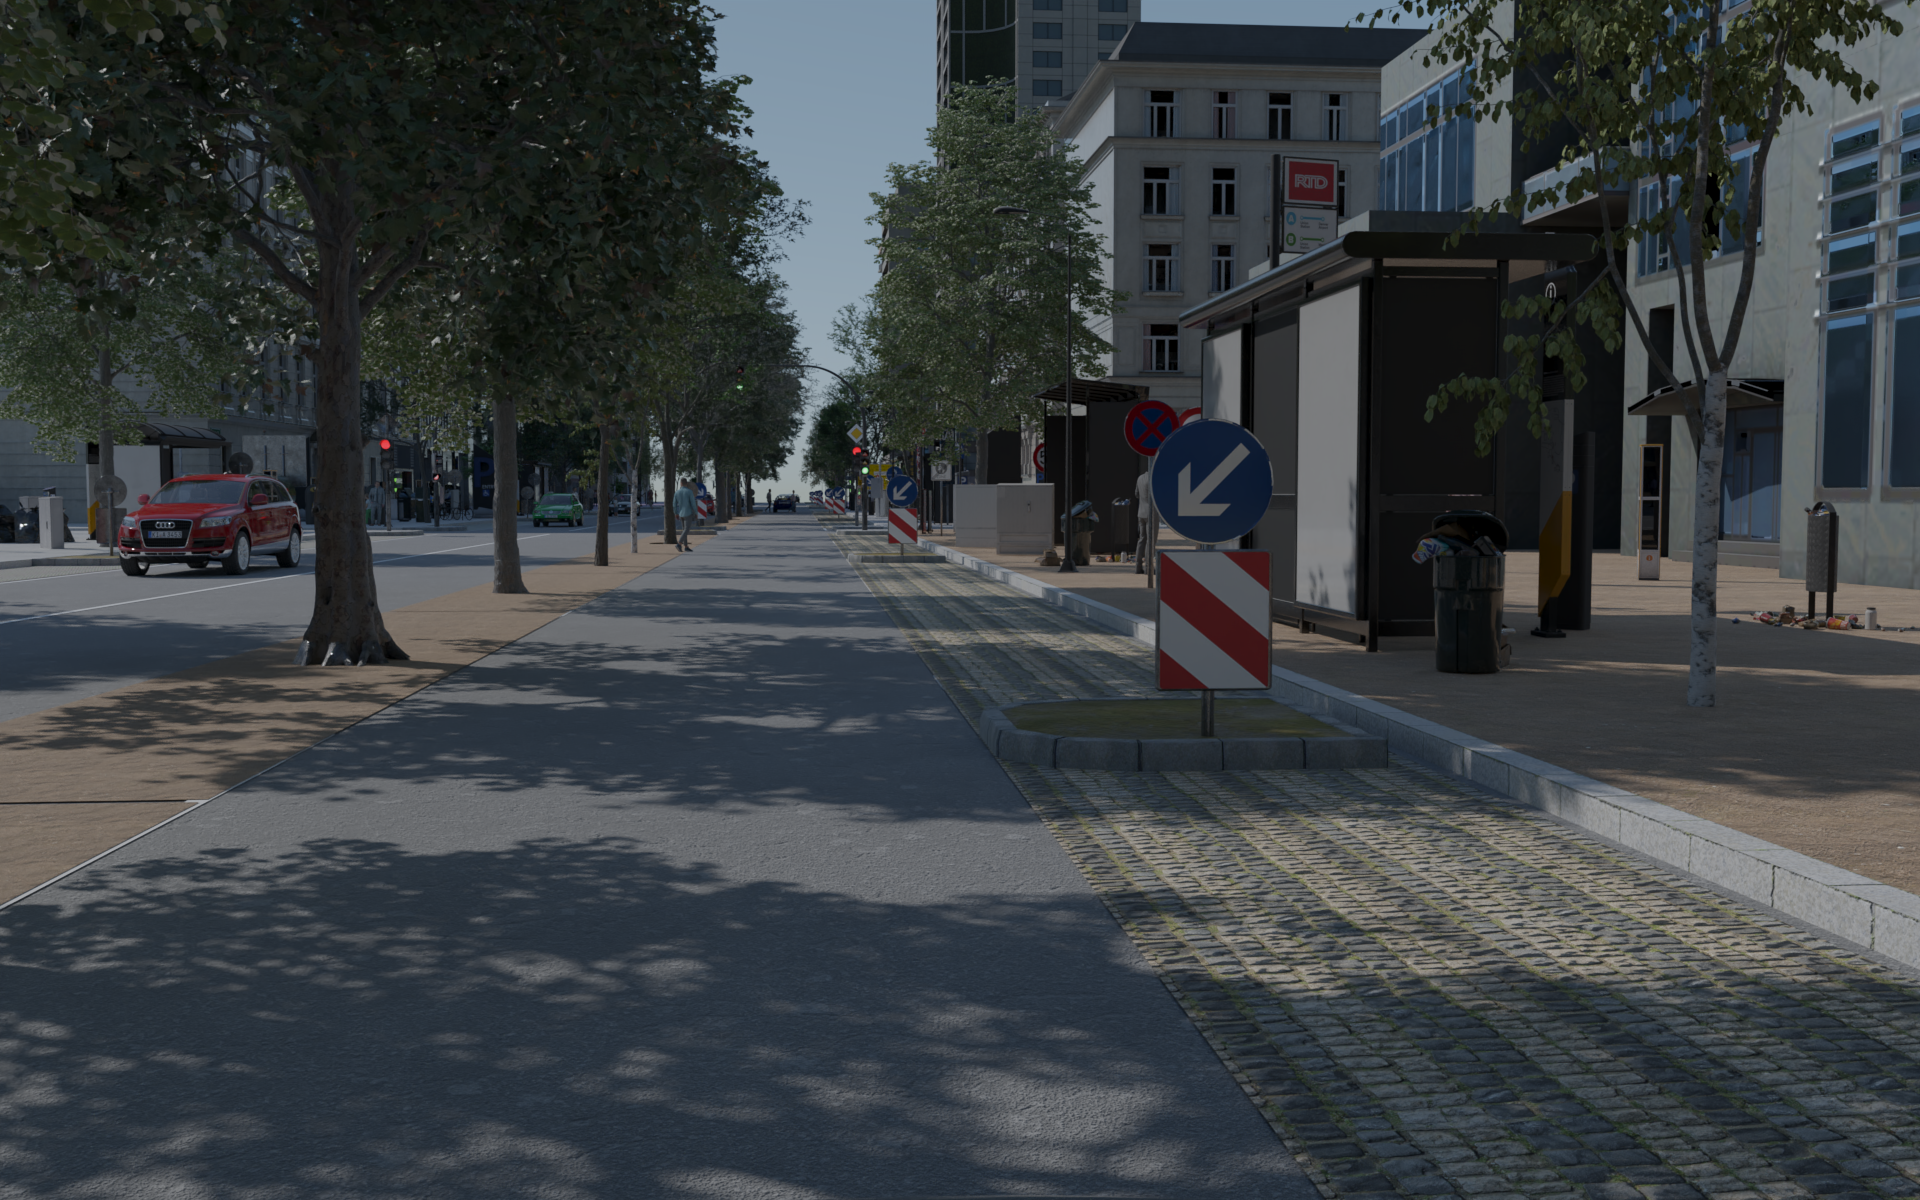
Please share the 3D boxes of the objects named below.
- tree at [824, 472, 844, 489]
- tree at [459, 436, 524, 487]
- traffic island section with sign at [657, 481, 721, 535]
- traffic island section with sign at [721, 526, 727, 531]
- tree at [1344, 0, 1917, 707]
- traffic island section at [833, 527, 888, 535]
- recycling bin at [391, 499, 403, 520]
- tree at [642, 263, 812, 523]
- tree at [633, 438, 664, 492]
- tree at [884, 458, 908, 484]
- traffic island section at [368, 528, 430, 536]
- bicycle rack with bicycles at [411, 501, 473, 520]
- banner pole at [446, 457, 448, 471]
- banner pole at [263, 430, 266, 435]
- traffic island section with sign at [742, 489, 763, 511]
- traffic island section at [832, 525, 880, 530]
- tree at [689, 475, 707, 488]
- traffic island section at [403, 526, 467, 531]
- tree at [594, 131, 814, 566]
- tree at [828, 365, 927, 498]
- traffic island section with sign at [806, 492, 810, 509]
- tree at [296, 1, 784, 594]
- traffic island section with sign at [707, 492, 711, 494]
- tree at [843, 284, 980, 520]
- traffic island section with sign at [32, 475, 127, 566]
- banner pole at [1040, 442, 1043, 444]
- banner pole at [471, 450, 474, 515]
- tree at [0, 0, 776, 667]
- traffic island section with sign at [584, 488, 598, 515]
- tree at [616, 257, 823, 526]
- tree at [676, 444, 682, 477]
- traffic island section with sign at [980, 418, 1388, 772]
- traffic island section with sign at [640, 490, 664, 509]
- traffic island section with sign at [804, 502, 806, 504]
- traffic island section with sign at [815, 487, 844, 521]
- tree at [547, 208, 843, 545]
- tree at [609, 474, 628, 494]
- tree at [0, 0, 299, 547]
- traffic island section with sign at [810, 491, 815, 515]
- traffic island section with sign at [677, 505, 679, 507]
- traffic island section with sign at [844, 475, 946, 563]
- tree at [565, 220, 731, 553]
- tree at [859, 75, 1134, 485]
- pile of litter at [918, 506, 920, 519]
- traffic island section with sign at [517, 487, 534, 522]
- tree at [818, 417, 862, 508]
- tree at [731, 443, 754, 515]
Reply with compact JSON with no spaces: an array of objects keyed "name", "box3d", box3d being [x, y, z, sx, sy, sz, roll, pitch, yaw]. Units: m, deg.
[{"name":"tree","box3d":[-15.614,-14.301,217.533,4.285,4.588,4.351,0,3,0]},{"name":"tree","box3d":[-25.683,-6.834,95.452,4.285,4.588,4.351,0,3,0]},{"name":"traffic island section with sign","box3d":[-9.581,-3.231,60.967,2.006,1.907,1.989,0,4,-5]},{"name":"traffic island section with sign","box3d":[-10.263,-3.682,68.342,2.006,1.907,1.989,0,4,-5]},{"name":"tree","box3d":[4.483,-3.677,10.484,4.737,8.622,4.395,0,3,0]},{"name":"traffic island section","box3d":[-3.355,-2.387,61.309,2.009,0.180,2.903,0,4,-5]},{"name":"recycling bin","box3d":[-28.219,-4.525,86.539,0.722,1.027,0.722,-2,4,-24]},{"name":"tree","box3d":[-11.658,-10.713,84.274,9.857,13.997,8.962,0,3,0]},{"name":"tree","box3d":[-36.253,-15.500,203.789,4.360,8.622,3.978,0,3,0]},{"name":"tree","box3d":[-3.393,-5.940,91.714,1.663,3.219,1.824,0,3,0]},{"name":"traffic island section","box3d":[-19.725,-2.294,59.783,2.009,0.180,2.903,0,4,-5]},{"name":"bicycle rack with bicycles","box3d":[-25.459,-4.342,84.366,2.925,0.926,2.852,3,5,45]},{"name":"banner pole","box3d":[-34.593,-7.753,116.781,0.401,3.779,0.863,-2,4,-24]},{"name":"banner pole","box3d":[-26.728,-4.720,67.183,0.863,3.779,0.401,1,4,8]},{"name":"traffic island section with sign","box3d":[-17.292,-8.258,143.153,2.006,1.907,1.989,0,4,-5]},{"name":"traffic island section","box3d":[-4.101,-2.873,69.259,2.009,0.180,2.903,0,4,-5]},{"name":"tree","box3d":[-42.902,-18.198,281.249,4.285,4.588,4.351,0,3,0]},{"name":"traffic island section","box3d":[-20.471,-2.780,67.734,2.009,0.180,2.903,0,4,-5]},{"name":"tree","box3d":[-7.091,-5.917,33.619,8.767,10.594,7.601,0,4,-5]},{"name":"tree","box3d":[-6.556,-11.718,126.005,8.767,10.594,7.601,0,4,-4]},{"name":"traffic island section with sign","box3d":[-13.772,-9.800,168.849,1.989,1.847,2.006,0,4,-5]},{"name":"tree","box3d":[-6.367,-6.335,24.169,7.486,12.596,7.792,0,3,0]},{"name":"traffic island section with sign","box3d":[-40.063,-16.376,276.381,1.989,1.847,2.006,0,4,-5]},{"name":"tree","box3d":[-2.485,-9.728,84.813,9.928,11.665,9.643,0,3,0]},{"name":"traffic island section with sign","box3d":[-17.431,-1.625,35.189,1.989,1.847,2.006,0,4,-5]},{"name":"banner pole","box3d":[4.012,-5.694,83.114,0.401,3.779,0.863,-2,4,-25]},{"name":"banner pole","box3d":[-27.924,-6.701,99.578,0.401,3.779,0.863,0,4,5]},{"name":"tree","box3d":[-5.232,-5.800,14.294,9.611,12.733,9.660,0,3,0]},{"name":"traffic island section with sign","box3d":[-25.141,-6.651,117.376,1.989,1.847,2.006,0,4,-5]},{"name":"tree","box3d":[-11.071,-9.812,73.250,12.009,13.543,11.850,0,3,0]},{"name":"tree","box3d":[-38.492,-17.100,229.941,4.360,8.622,3.978,0,3,0]},{"name":"traffic island section with sign","box3d":[1.145,-0.074,9.843,1.989,1.847,2.006,0,4,-5]},{"name":"traffic island section with sign","box3d":[-29.760,-9.663,166.609,1.989,1.847,2.006,0,4,-5]},{"name":"traffic island section with sign","box3d":[-16.293,-11.441,195.687,1.989,1.847,2.006,0,4,-5]},{"name":"traffic island section with sign","box3d":[-6.544,-5.084,91.751,1.989,1.847,2.006,0,4,-5]},{"name":"tree","box3d":[-8.368,-7.394,49.099,9.928,11.665,9.643,0,3,0]},{"name":"tree","box3d":[-32.815,-10.461,165.631,1.663,3.219,1.824,0,3,0]},{"name":"tree","box3d":[-20.324,-7.530,41.238,7.486,12.596,7.792,0,3,0]},{"name":"traffic island section with sign","box3d":[-9.088,-6.742,118.864,1.989,1.847,2.006,0,4,-5]},{"name":"traffic island section with sign","box3d":[-32.347,-11.350,194.196,1.989,1.847,2.006,0,4,-5]},{"name":"traffic island section with sign","box3d":[-1.374,-1.716,36.681,1.989,1.847,2.006,0,4,-5]},{"name":"tree","box3d":[-7.925,-5.441,41.781,4.737,8.622,4.395,0,3,0]},{"name":"tree","box3d":[1.009,-7.923,47.664,7.486,12.596,7.792,0,3,0]},{"name":"pile of litter","box3d":[-2.098,-4.578,88.811,1.719,0.858,1.176,-3,5,-42]},{"name":"traffic island section with sign","box3d":[-22.620,-5.010,90.538,1.989,1.847,2.006,0,4,-5]},{"name":"tree","box3d":[-10.755,-12.792,159.513,4.737,8.622,4.395,0,3,0]},{"name":"tree","box3d":[-15.538,-10.215,119.839,4.737,8.622,4.395,0,3,0]}]
